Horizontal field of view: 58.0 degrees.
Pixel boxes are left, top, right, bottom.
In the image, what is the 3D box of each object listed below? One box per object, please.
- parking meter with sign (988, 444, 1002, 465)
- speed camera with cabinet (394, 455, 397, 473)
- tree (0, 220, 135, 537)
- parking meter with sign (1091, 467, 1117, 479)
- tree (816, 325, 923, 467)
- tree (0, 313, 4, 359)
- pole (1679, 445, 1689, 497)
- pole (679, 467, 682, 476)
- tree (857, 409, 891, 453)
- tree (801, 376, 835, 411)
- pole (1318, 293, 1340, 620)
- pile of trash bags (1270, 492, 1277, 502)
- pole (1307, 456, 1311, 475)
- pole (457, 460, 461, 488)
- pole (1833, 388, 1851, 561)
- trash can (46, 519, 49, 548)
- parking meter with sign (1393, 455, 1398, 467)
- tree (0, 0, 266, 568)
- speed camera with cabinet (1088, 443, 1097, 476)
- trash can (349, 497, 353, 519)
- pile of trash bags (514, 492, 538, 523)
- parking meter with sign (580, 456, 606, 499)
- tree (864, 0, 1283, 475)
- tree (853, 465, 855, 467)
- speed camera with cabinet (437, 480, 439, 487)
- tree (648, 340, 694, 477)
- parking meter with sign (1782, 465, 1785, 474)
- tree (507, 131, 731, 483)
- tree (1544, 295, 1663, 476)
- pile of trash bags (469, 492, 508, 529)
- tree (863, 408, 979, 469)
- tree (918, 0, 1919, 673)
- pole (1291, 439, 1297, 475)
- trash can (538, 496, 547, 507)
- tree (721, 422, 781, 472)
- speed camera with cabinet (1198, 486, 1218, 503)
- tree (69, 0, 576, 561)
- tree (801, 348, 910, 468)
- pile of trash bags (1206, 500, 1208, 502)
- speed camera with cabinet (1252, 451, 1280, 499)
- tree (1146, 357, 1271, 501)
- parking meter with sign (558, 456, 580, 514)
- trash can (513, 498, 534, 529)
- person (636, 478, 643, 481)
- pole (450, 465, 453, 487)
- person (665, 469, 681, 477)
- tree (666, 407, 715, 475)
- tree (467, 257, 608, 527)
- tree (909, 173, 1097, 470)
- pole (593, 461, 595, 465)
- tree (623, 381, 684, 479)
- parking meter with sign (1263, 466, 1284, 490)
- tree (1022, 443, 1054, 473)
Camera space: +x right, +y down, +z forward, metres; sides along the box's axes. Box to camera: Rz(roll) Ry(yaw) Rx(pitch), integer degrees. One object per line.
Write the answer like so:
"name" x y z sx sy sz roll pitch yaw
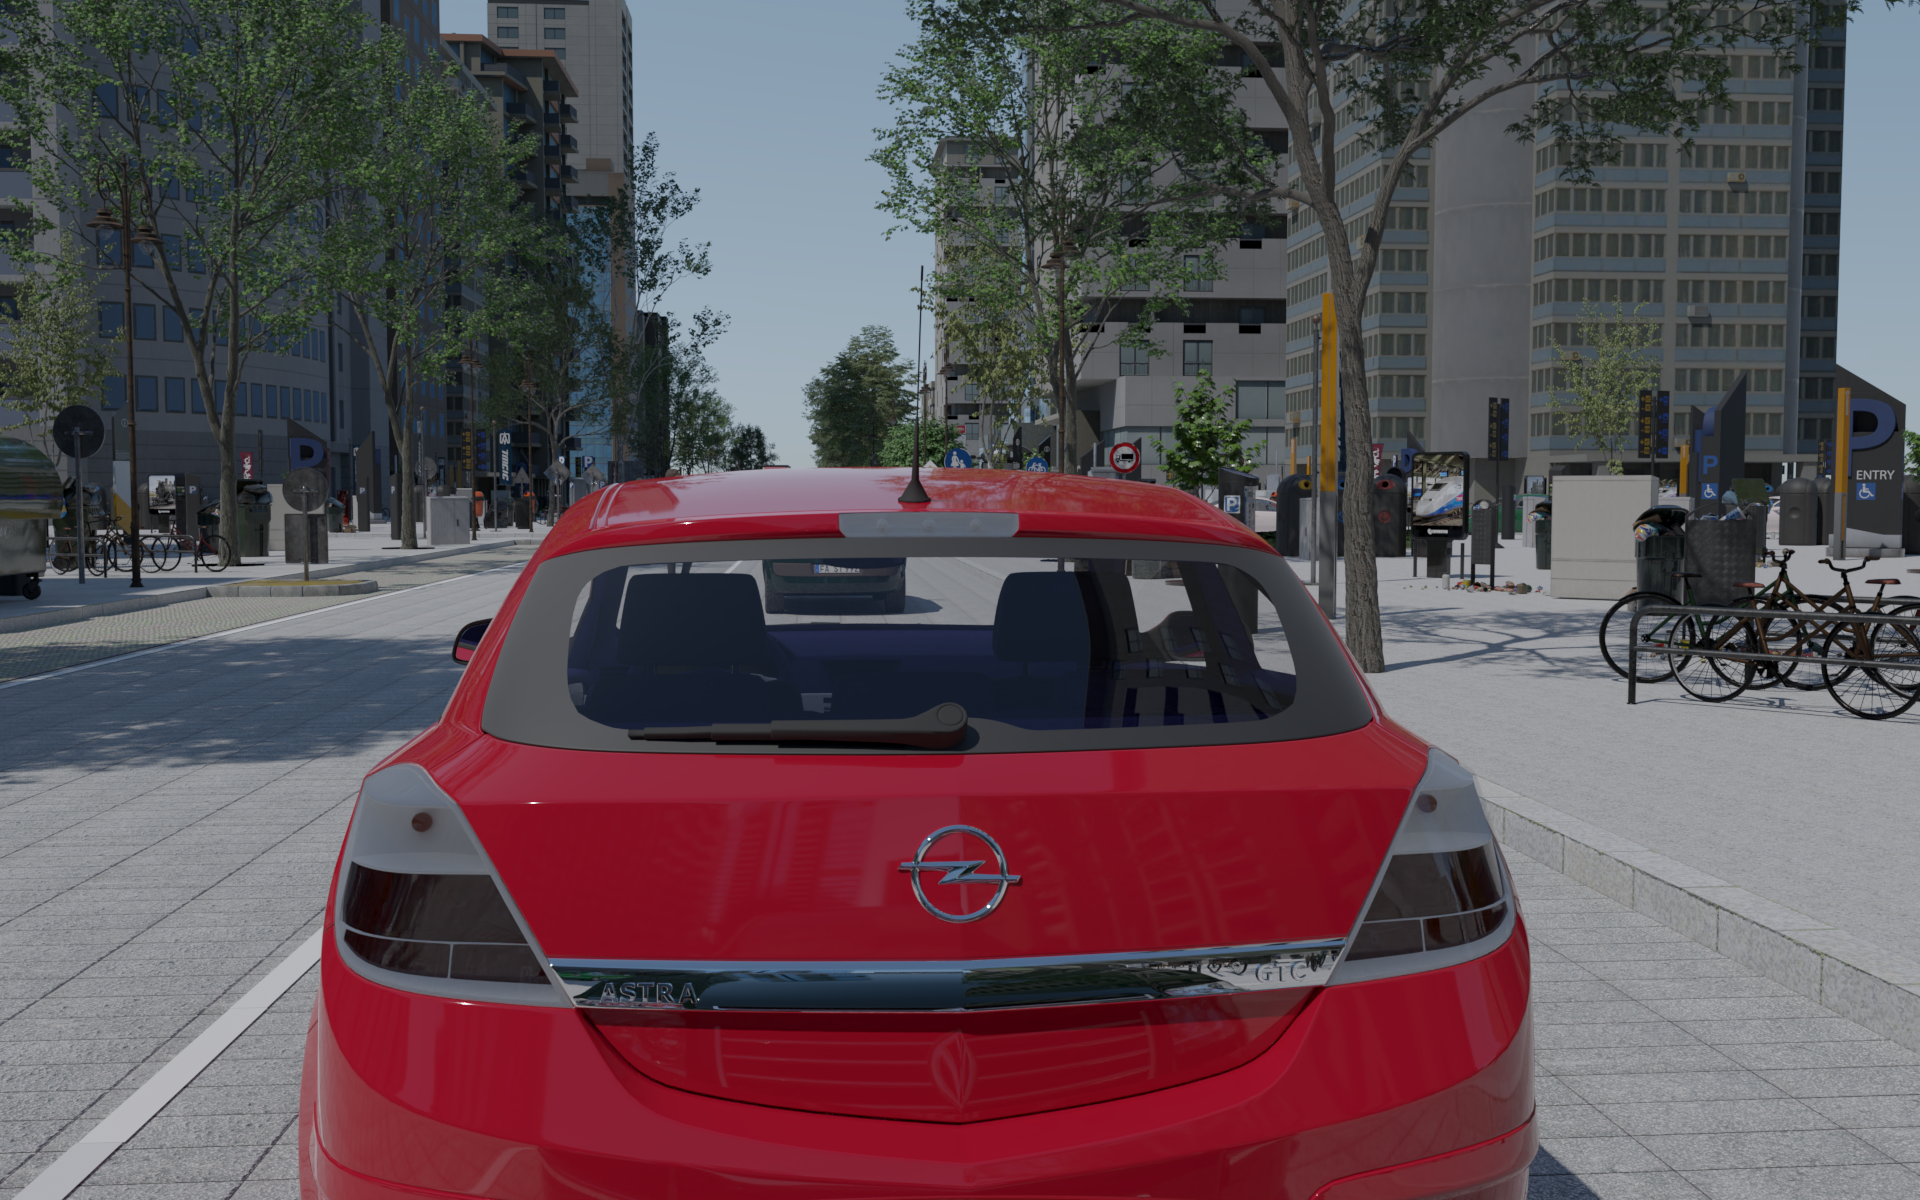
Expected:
"parking meter with sign" 0.699 -3.861 59.386 0.543 3.016 1.738 3 5 39
"speed camera with cabinet" -28.112 -5.750 88.355 2.038 3.252 0.660 2 4 25
"tree" -24.588 -5.904 46.888 4.737 8.622 4.395 0 3 0
"parking meter with sign" 4.038 -3.195 48.500 1.738 3.016 0.543 0 4 0
"tree" -6.042 -12.133 116.495 7.486 12.596 7.792 0 3 0
"tree" -24.829 -5.519 40.595 4.360 8.622 3.978 0 3 0
"pole" 29.982 -4.773 71.884 0.158 3.312 0.155 0 3 0
"pole" -20.912 -8.310 129.704 0.158 3.312 0.155 0 3 0
"tree" -6.899 -11.605 140.106 4.737 8.622 4.395 0 3 0
"tree" -16.064 -24.260 252.538 12.611 20.169 13.585 0 3 0
"pole" 3.772 -1.458 17.690 0.158 3.312 0.155 0 3 0
"pile of trash bags" 12.721 -3.846 72.635 1.912 1.369 3.447 -1 4 -14
"pole" 18.665 -6.046 92.702 0.158 3.312 0.155 0 3 0
"pole" -30.398 -6.807 105.133 0.158 3.312 0.155 0 3 0
"pole" 17.001 -2.419 33.391 0.158 3.312 0.155 0 3 0
"trash can" -20.961 -1.684 39.187 0.748 1.137 0.748 0 3 0
"parking meter with sign" 18.505 -4.937 76.975 1.738 3.016 0.543 0 4 0
"tree" -13.056 -6.392 30.257 9.928 11.665 9.643 0 3 0
"speed camera with cabinet" 4.879 -4.404 66.347 0.660 3.252 2.038 3 5 44
"trash can" -30.138 -4.533 85.774 0.748 1.137 0.748 0 3 0
"pile of trash bags" -20.133 -4.228 78.885 1.912 1.369 3.447 -3 4 -36
"parking meter with sign" -16.388 -5.024 78.410 0.543 3.016 1.738 -3 5 -44
"tree" 1.934 -6.520 32.360 9.928 11.665 9.643 0 3 0
"tree" -9.121 -13.069 164.043 4.360 8.622 3.978 0 3 0
"speed camera with cabinet" -32.253 -6.981 108.469 2.038 3.252 0.660 -1 4 -13
"tree" -20.053 -11.750 117.872 9.928 11.665 9.643 0 3 0
"parking meter with sign" 50.738 -6.679 105.458 1.738 3.016 0.543 -1 4 -9
"tree" -18.251 -14.457 92.265 12.611 20.169 13.585 0 3 0
"tree" 23.745 -6.912 63.376 4.737 8.622 4.395 0 3 0
"pile of trash bags" -17.862 -3.358 64.651 1.912 1.369 3.447 -1 4 -12
"tree" -1.261 -5.028 65.915 4.285 4.588 4.351 0 3 0
"tree" 3.011 -4.778 12.535 8.767 10.594 7.601 1 4 10
"pole" 12.337 -4.298 64.108 0.158 3.312 0.155 0 3 0
"trash can" -30.281 -6.970 125.619 0.748 1.137 0.748 0 3 0
"tree" -33.471 -21.989 276.525 9.611 12.733 9.660 0 3 0
"speed camera with cabinet" 9.510 -4.336 65.233 0.660 3.252 2.038 0 4 -7
"tree" -12.930 -6.975 39.794 9.928 11.665 9.643 0 3 0
"tree" -8.596 -14.788 148.431 9.857 13.997 8.962 0 3 0
"pile of trash bags" 9.446 -3.222 62.435 1.912 1.369 3.447 0 3 0
"speed camera with cabinet" 13.288 -5.078 77.360 0.660 3.252 2.038 -2 4 -25
"tree" 3.303 -1.818 24.332 1.663 3.219 1.824 0 3 0
"parking meter with sign" -17.613 -5.119 79.949 1.738 3.016 0.543 -3 5 -44
"trash can" -15.957 -3.160 63.325 0.748 1.137 0.748 0 3 0
"person" -7.040 -1.774 37.859 0.623 1.781 0.721 -2 4 -28
"pole" -35.463 -7.767 120.833 0.158 3.312 0.155 0 3 0
"person" -4.107 -1.023 25.402 0.473 1.802 0.592 2 4 28
"tree" -21.809 -11.509 138.532 4.737 8.622 4.395 0 3 0
"tree" -15.792 -8.158 67.800 7.601 10.594 8.767 0 4 5
"tree" 0.956 -5.533 40.819 4.737 8.622 4.395 0 3 0
"pole" -22.426 -6.854 105.900 0.158 3.312 0.155 0 3 0
"tree" -19.733 -9.784 110.324 4.360 8.622 3.978 0 3 0
"parking meter with sign" 19.078 -6.774 107.016 1.738 3.016 0.543 1 4 15
"tree" 2.732 -4.380 66.222 1.663 3.219 1.824 0 3 0
